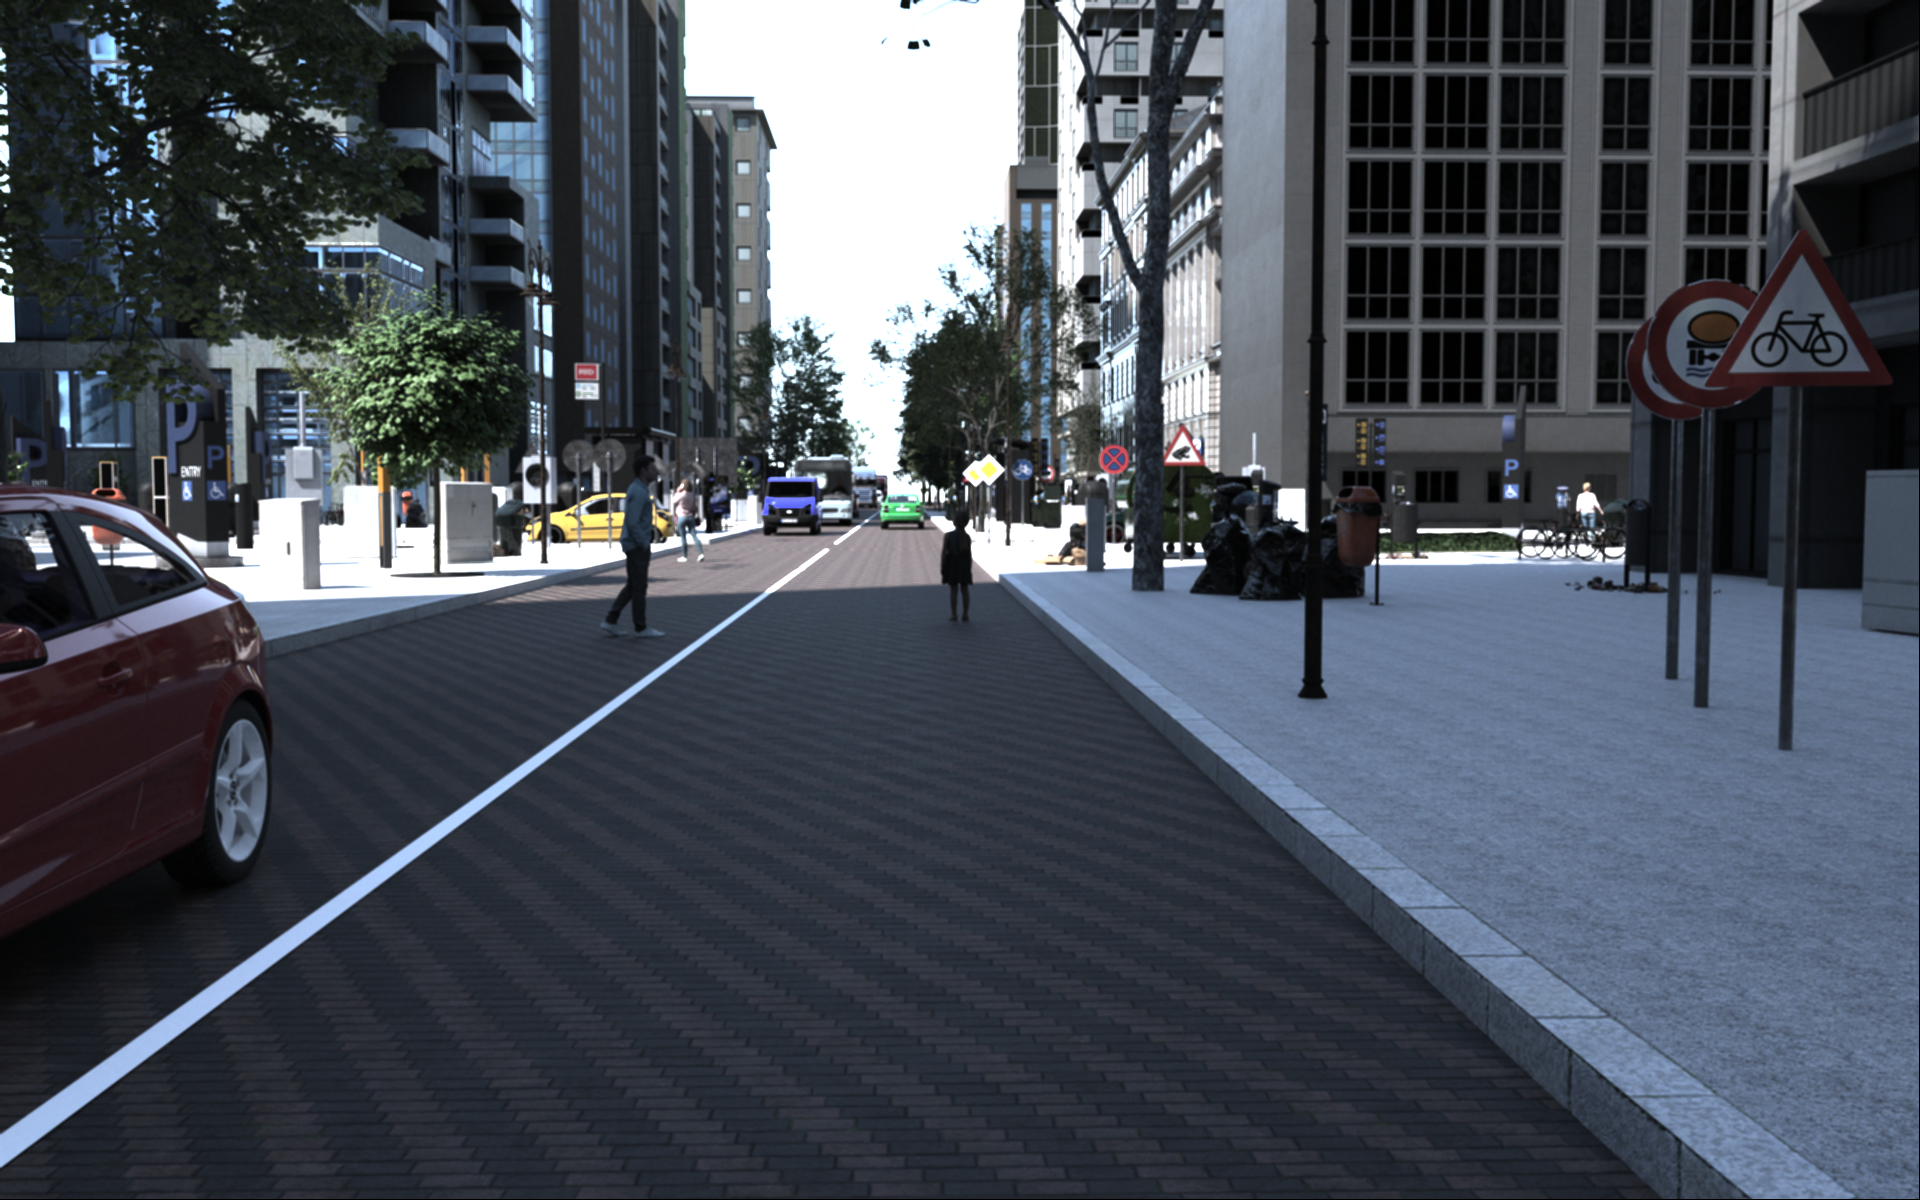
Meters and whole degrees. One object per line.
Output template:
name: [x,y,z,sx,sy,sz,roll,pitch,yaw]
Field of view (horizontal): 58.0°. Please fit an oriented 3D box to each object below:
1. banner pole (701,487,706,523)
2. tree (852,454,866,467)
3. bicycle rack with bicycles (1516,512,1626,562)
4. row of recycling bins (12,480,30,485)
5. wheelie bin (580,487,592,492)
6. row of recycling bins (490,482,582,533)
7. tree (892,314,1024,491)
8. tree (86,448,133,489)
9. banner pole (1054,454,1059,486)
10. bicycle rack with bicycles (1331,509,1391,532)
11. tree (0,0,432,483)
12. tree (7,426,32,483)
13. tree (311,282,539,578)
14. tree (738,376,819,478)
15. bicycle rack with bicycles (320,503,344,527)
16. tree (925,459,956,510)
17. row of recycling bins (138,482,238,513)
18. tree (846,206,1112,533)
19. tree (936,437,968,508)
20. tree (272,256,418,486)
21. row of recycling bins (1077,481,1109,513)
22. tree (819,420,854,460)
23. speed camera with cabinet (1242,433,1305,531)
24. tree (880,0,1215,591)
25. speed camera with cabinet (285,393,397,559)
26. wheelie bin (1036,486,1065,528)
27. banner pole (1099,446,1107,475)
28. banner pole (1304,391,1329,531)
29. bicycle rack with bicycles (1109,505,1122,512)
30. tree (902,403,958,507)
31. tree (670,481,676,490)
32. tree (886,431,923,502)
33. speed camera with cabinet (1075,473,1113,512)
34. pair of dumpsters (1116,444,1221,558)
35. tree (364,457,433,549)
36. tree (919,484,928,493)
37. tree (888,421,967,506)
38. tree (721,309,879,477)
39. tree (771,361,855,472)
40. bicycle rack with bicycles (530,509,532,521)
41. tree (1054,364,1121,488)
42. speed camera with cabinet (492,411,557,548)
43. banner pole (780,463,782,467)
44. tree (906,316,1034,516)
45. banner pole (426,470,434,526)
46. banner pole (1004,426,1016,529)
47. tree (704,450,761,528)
banner pole: [-11.180,-5.296,76.610,0.863,3.779,0.401,-3,4,-36]
tree: [-16.840,-20.415,284.141,4.737,8.622,4.395,0,3,0]
bicycle rack with bicycles: [12.222,-1.267,34.092,2.852,0.926,2.925,-3,5,-40]
row of recycling bins: [-29.289,-2.710,51.414,1.069,1.692,3.534,2,4,34]
wheelie bin: [-16.204,-3.995,73.224,0.980,1.594,0.693,1,4,11]
row of recycling bins: [-14.403,-3.124,58.196,3.534,1.692,1.069,-2,4,-34]
tree: [-0.195,-12.885,117.319,9.857,13.997,8.962,0,3,0]
tree: [-34.537,-4.652,70.667,1.663,3.219,1.824,0,3,0]
banner pole: [6.057,-7.272,108.910,0.401,3.779,0.863,2,4,28]
bicycle rack with bicycles: [13.152,-2.770,58.664,2.852,0.926,2.925,-3,5,-42]
tree: [-8.099,-5.816,13.213,7.486,12.596,7.792,0,3,0]
tree: [-22.901,-2.841,41.056,1.663,3.219,1.824,0,3,0]
tree: [-8.268,-2.646,26.979,4.285,4.588,4.351,0,3,0]
tree: [-11.441,-9.545,106.417,4.360,8.622,3.978,0,3,0]
bicycle rack with bicycles: [-25.319,-3.410,69.143,2.852,0.926,2.925,1,4,16]
tree: [-1.225,-9.734,142.871,4.285,4.588,4.351,0,3,0]
row of recycling bins: [-26.965,-3.283,60.783,3.534,1.692,1.069,0,4,-7]
tree: [0.660,-7.496,56.979,8.767,10.594,7.601,0,4,1]
tree: [-1.153,-12.615,156.623,4.360,8.622,3.978,0,3,0]
tree: [-18.518,-6.274,52.945,4.737,8.622,4.395,0,3,0]
row of recycling bins: [4.182,-2.906,54.620,1.069,1.692,3.534,0,4,4]
tree: [-11.657,-12.465,154.167,4.360,8.622,3.978,0,3,0]
speed camera with cabinet: [10.233,-3.790,56.298,2.038,3.252,0.660,0,4,2]
tree: [3.564,-10.253,23.527,12.611,20.169,13.585,0,3,0]
speed camera with cabinet: [-12.242,-2.444,34.290,2.038,3.252,0.660,-1,4,-18]
wheelie bin: [3.438,-3.479,64.783,0.980,1.594,0.693,0,4,3]
banner pole: [7.395,-6.088,89.549,0.401,3.779,0.863,3,5,45]
banner pole: [8.633,-3.193,42.215,0.863,3.779,0.401,-2,4,-27]
bicycle rack with bicycles: [7.055,-4.277,83.313,2.925,0.926,2.852,0,4,7]
tree: [-2.513,-15.896,178.027,7.486,12.596,7.792,0,3,0]
tree: [-18.927,-7.374,115.170,1.663,3.219,1.824,0,3,0]
tree: [-5.211,-20.055,238.272,12.009,13.543,11.850,0,3,0]
speed camera with cabinet: [6.025,-5.123,78.102,2.038,3.252,0.660,3,5,41]
pair of dumpsters: [4.256,-2.028,35.658,1.574,2.255,4.437,0,4,-2]
tree: [-13.483,-2.834,40.945,1.663,3.219,1.824,0,3,0]
tree: [-5.905,-17.659,283.318,1.663,3.219,1.824,0,3,0]
tree: [-3.290,-16.937,193.924,9.611,12.733,9.660,0,3,0]
tree: [-9.719,-10.459,96.758,9.928,11.665,9.643,0,3,0]
tree: [-12.546,-13.902,145.423,7.486,12.596,7.792,0,3,0]
bicycle rack with bicycles: [-14.910,-2.942,61.484,2.925,0.926,2.852,1,4,10]
tree: [7.148,-9.103,99.193,4.360,8.622,3.978,0,3,0]
speed camera with cabinet: [-10.648,-2.860,41.089,2.038,3.252,0.660,0,4,1]
banner pole: [-12.613,-8.085,122.207,0.401,3.779,0.863,-1,4,-10]
tree: [0.459,-10.649,99.864,9.928,11.665,9.643,0,3,0]
banner pole: [-21.201,-4.855,69.393,0.401,3.779,0.863,2,4,30]
banner pole: [1.790,-4.545,64.325,0.401,3.779,0.863,-1,4,-20]
tree: [-9.069,-4.590,69.646,1.663,3.219,1.824,0,3,0]
